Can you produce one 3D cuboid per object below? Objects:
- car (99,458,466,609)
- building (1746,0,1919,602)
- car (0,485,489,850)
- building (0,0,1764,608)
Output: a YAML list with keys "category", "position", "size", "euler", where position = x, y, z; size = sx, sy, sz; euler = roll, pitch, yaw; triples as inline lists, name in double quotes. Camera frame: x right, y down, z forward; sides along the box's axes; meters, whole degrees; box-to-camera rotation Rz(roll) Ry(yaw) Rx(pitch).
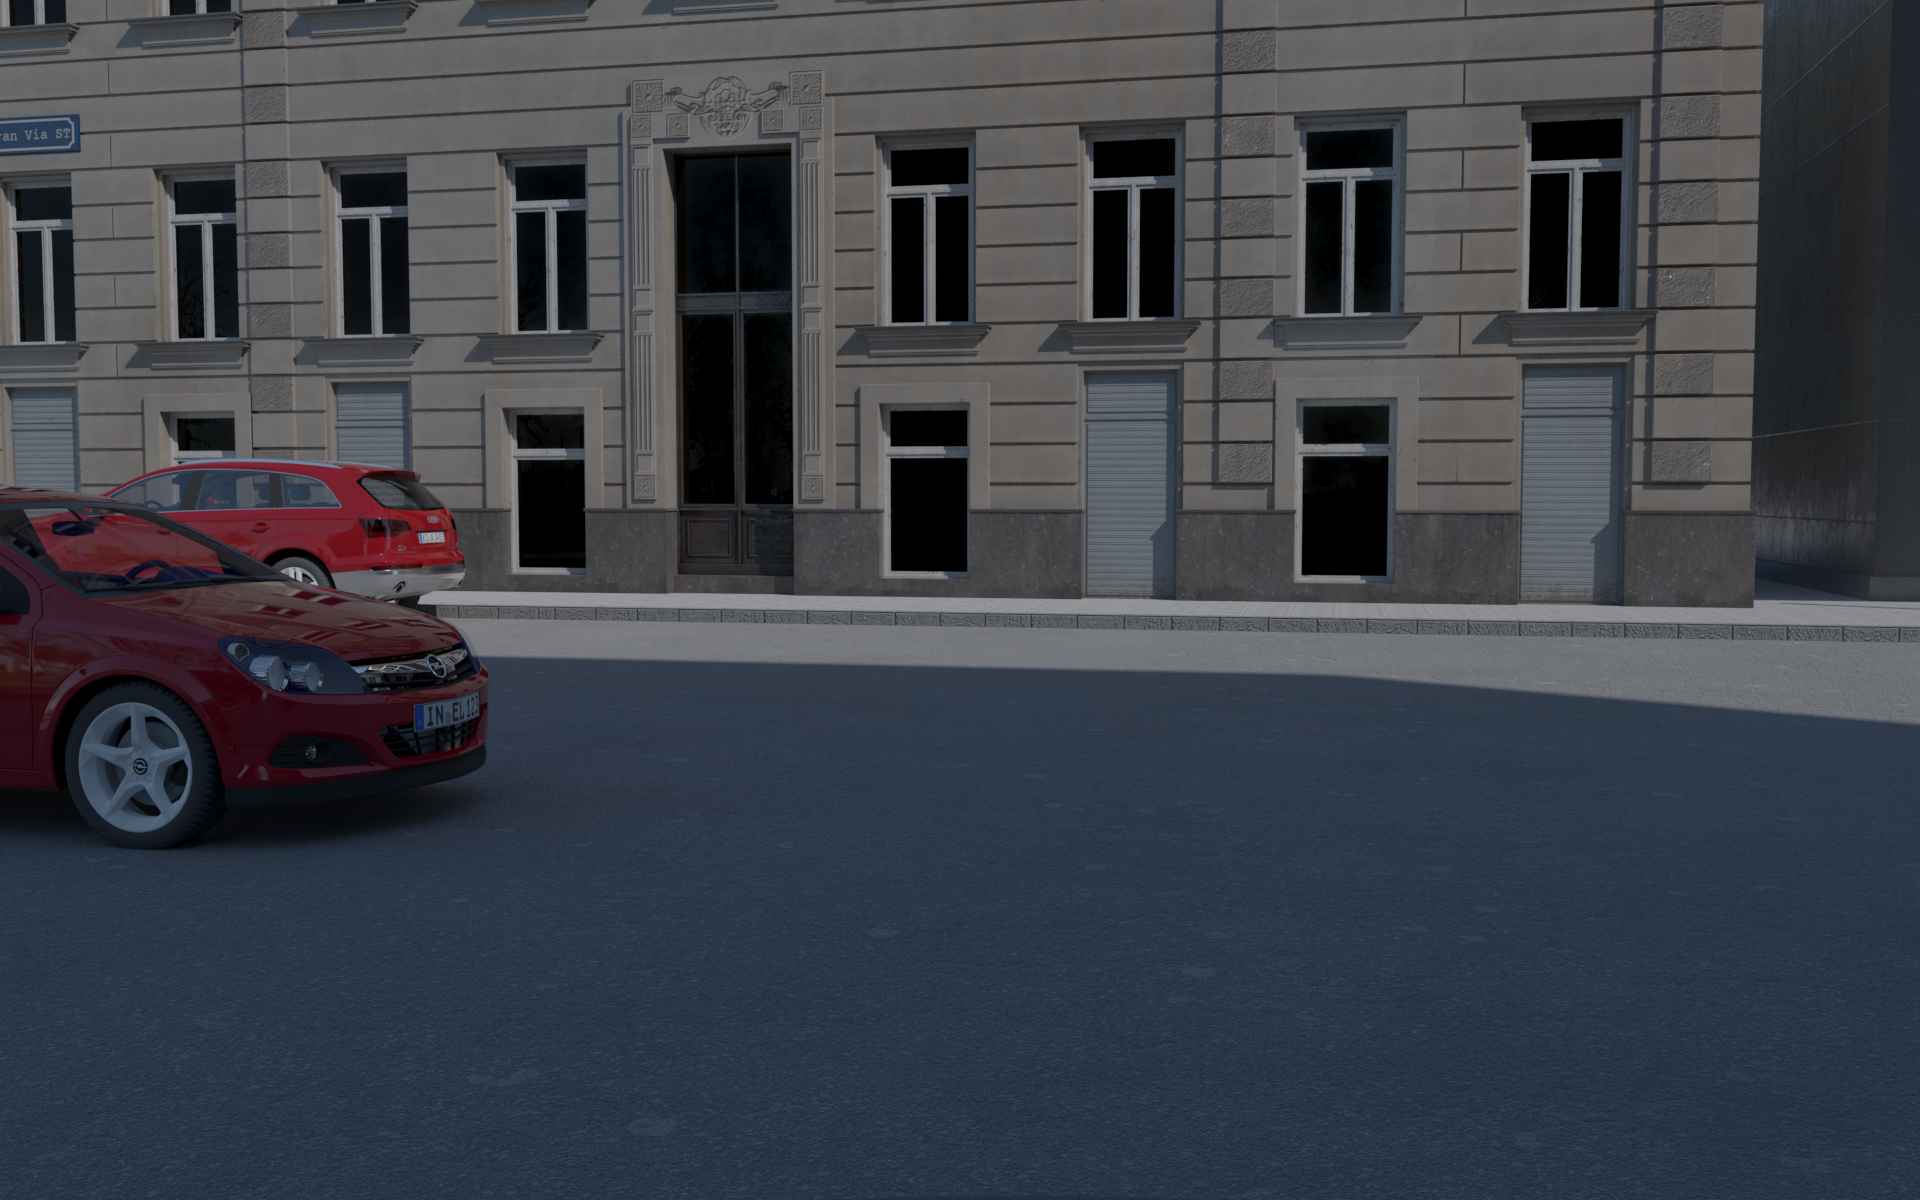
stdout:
- category: "car"
  position: [-8.189, -0.643, 19.188]
  size: [5.304, 1.827, 2.281]
  euler: [1, 4, 11]
- category: "building"
  position: [26.615, -12.413, 22.021]
  size: [30.058, 24.678, 14.314]
  euler: [1, 4, 12]
- category: "car"
  position: [-4.380, 0.060, 8.060]
  size: [4.494, 1.783, 2.155]
  euler: [1, 4, 13]
- category: "building"
  position: [-1.714, -14.033, 26.700]
  size: [25.104, 27.353, 12.463]
  euler: [1, 4, 12]
